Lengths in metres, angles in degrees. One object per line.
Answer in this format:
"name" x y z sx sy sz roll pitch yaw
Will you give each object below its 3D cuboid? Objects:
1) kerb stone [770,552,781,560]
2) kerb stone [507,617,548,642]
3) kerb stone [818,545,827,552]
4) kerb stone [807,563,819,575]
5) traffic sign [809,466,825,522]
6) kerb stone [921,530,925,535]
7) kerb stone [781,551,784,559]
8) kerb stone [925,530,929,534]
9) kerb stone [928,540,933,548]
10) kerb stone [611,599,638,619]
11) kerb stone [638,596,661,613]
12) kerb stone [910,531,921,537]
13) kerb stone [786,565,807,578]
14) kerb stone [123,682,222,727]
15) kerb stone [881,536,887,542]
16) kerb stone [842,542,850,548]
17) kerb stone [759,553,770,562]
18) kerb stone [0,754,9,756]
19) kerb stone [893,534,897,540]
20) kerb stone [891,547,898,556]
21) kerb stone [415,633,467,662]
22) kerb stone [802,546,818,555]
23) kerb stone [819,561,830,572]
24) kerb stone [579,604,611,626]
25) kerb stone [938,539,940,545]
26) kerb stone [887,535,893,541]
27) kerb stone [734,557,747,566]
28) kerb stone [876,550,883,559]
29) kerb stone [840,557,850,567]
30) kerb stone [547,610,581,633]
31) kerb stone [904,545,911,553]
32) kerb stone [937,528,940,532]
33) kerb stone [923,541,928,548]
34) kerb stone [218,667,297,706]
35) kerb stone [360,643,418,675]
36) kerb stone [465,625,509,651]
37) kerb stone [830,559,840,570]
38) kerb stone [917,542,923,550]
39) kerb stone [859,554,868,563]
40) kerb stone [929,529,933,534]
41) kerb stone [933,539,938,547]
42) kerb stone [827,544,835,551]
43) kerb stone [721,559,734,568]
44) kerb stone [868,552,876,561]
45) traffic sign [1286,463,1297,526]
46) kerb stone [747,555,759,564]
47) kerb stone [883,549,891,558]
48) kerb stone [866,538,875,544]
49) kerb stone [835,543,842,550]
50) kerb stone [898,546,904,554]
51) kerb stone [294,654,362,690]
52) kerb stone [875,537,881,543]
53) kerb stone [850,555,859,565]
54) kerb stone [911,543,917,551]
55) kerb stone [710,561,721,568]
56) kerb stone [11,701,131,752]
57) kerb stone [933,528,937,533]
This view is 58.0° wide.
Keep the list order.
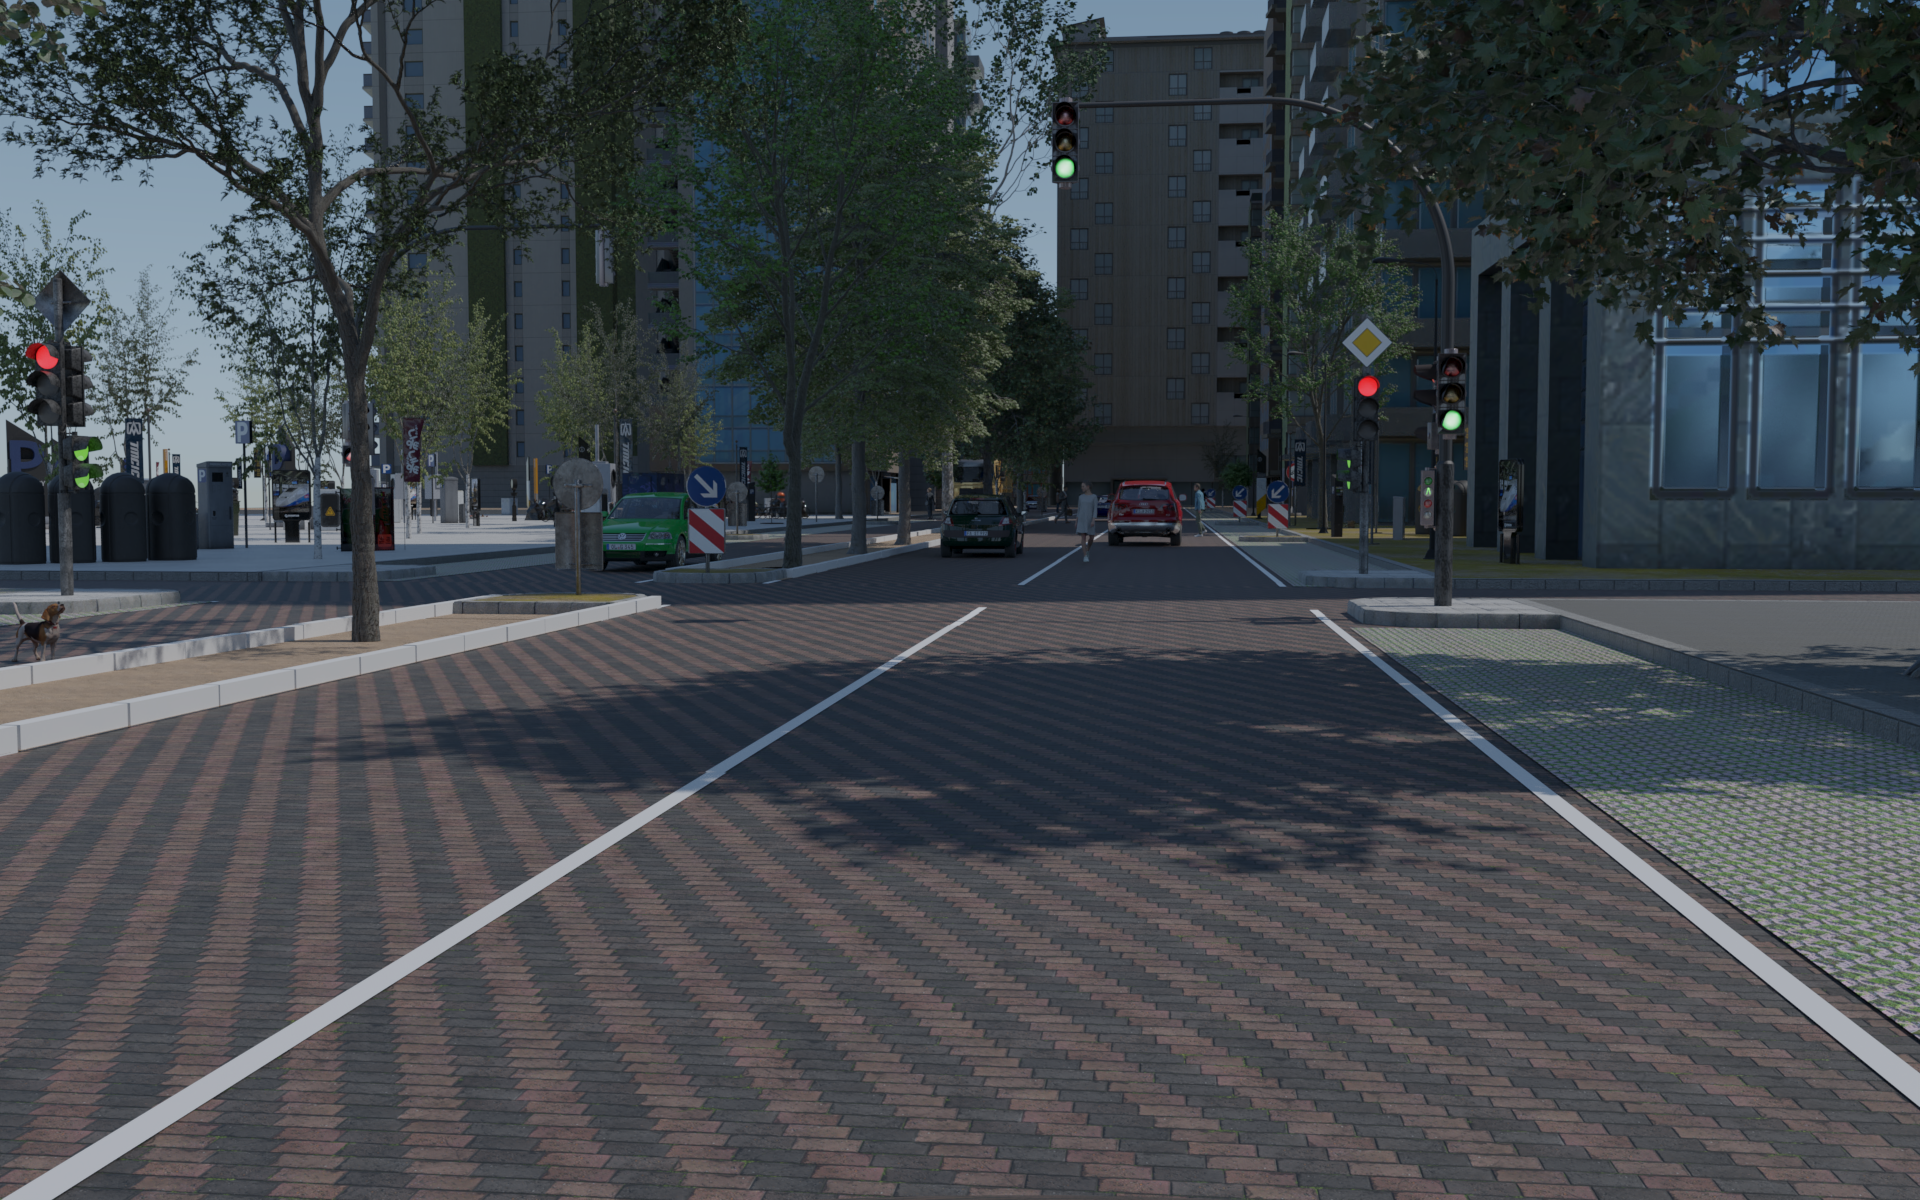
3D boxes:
"kerb stone" -4.085 -0.926 37.399 0.120 0.150 1.000 0 4 7
"kerb stone" -4.369 0.303 17.245 0.120 0.150 1.000 0 4 7
"kerb stone" -3.481 -1.240 42.477 0.120 0.150 1.000 0 4 7
"kerb stone" -2.734 -0.539 31.018 0.120 0.150 1.000 0 4 7
"traffic sign" -6.534 -4.812 78.774 0.768 2.556 0.104 1 4 14
"kerb stone" -1.422 -2.295 59.760 0.120 0.150 1.000 0 4 7
"kerb stone" -3.958 -0.992 38.415 0.120 0.150 1.000 0 4 7
"kerb stone" -1.300 -2.352 60.782 0.120 0.150 1.000 0 4 7
"kerb stone" -0.909 -1.474 46.294 0.120 0.150 1.000 0 4 7
"kerb stone" -4.011 0.118 20.296 0.120 0.150 1.000 0 4 7
"kerb stone" -3.881 0.054 21.310 0.120 0.150 1.000 0 4 7
"kerb stone" -1.543 -2.233 58.731 0.120 0.150 1.000 0 4 7
"kerb stone" -2.848 -0.477 30.001 0.120 0.150 1.000 0 4 7
"kerb stone" -5.097 0.676 11.143 0.120 0.150 1.000 0 4 7
"kerb stone" -2.390 -1.796 51.623 0.120 0.150 1.000 0 4 7
"kerb stone" -3.115 -1.427 45.523 0.120 0.150 1.000 0 4 7
"kerb stone" -4.207 -0.864 36.384 0.120 0.150 1.000 0 4 7
"kerb stone" -5.342 0.800 9.108 0.120 0.150 1.000 0 4 7
"kerb stone" -2.149 -1.922 53.653 0.120 0.150 1.000 0 4 7
"kerb stone" -1.638 -1.101 40.197 0.120 0.150 1.000 0 4 7
"kerb stone" -4.615 0.427 15.216 0.120 0.150 1.000 0 4 7
"kerb stone" -3.608 -1.176 41.462 0.120 0.150 1.000 0 4 7
"kerb stone" -2.600 -0.600 32.039 0.120 0.150 1.000 0 4 7
"kerb stone" -4.131 0.179 19.275 0.120 0.150 1.000 0 4 7
"kerb stone" -0.664 -1.598 48.329 0.120 0.150 1.000 0 4 7
"kerb stone" -2.266 -1.862 52.637 0.120 0.150 1.000 0 4 7
"kerb stone" -4.451 -0.740 34.349 0.120 0.150 1.000 0 4 7
"kerb stone" -1.882 -0.971 38.162 0.120 0.150 1.000 0 4 7
"kerb stone" -2.366 -0.727 34.086 0.120 0.150 1.000 0 4 7
"kerb stone" -4.254 0.241 18.261 0.120 0.150 1.000 0 4 7
"kerb stone" -1.393 -1.224 42.230 0.120 0.150 1.000 0 4 7
"kerb stone" -0.935 -2.544 63.840 0.120 0.150 1.000 0 4 7
"kerb stone" -1.038 -1.412 45.280 0.120 0.150 1.000 0 4 7
"kerb stone" -4.979 0.614 12.158 0.120 0.150 1.000 0 4 7
"kerb stone" -4.734 0.494 14.191 0.120 0.150 1.000 0 4 7
"kerb stone" -4.498 0.365 16.232 0.120 0.150 1.000 0 4 7
"kerb stone" -2.493 -0.664 33.059 0.120 0.150 1.000 0 4 7
"kerb stone" -1.151 -1.350 44.264 0.120 0.150 1.000 0 4 7
"kerb stone" -2.123 -0.851 36.116 0.120 0.150 1.000 0 4 7
"kerb stone" -1.173 -2.422 61.796 0.120 0.150 1.000 0 4 7
"kerb stone" -0.784 -1.532 47.313 0.120 0.150 1.000 0 4 7
"kerb stone" -3.354 -1.302 43.491 0.120 0.150 1.000 0 4 7
"kerb stone" -4.571 -0.679 33.324 0.120 0.150 1.000 0 4 7
"kerb stone" -1.999 -0.905 37.145 0.120 0.150 1.000 0 4 7
"traffic sign" 13.594 -4.283 70.128 0.768 2.556 0.104 1 4 11
"kerb stone" -4.325 -0.806 35.366 0.120 0.150 1.000 0 4 7
"kerb stone" -1.750 -1.039 39.181 0.120 0.150 1.000 0 4 7
"kerb stone" -2.637 -1.676 49.592 0.120 0.150 1.000 0 4 7
"kerb stone" -3.239 -1.362 44.507 0.120 0.150 1.000 0 4 7
"kerb stone" -1.515 -1.163 41.215 0.120 0.150 1.000 0 4 7
"kerb stone" -4.857 0.552 13.176 0.120 0.150 1.000 0 4 7
"kerb stone" -2.510 -1.738 50.607 0.120 0.150 1.000 0 4 7
"kerb stone" -2.241 -0.789 35.101 0.120 0.150 1.000 0 4 7
"kerb stone" -1.269 -1.288 43.249 0.120 0.150 1.000 0 4 7
"kerb stone" -4.689 -0.618 32.292 0.120 0.150 1.000 0 4 7
"kerb stone" -5.221 0.738 10.129 0.120 0.150 1.000 0 4 7
"kerb stone" -1.064 -2.484 62.812 0.120 0.150 1.000 0 4 7
